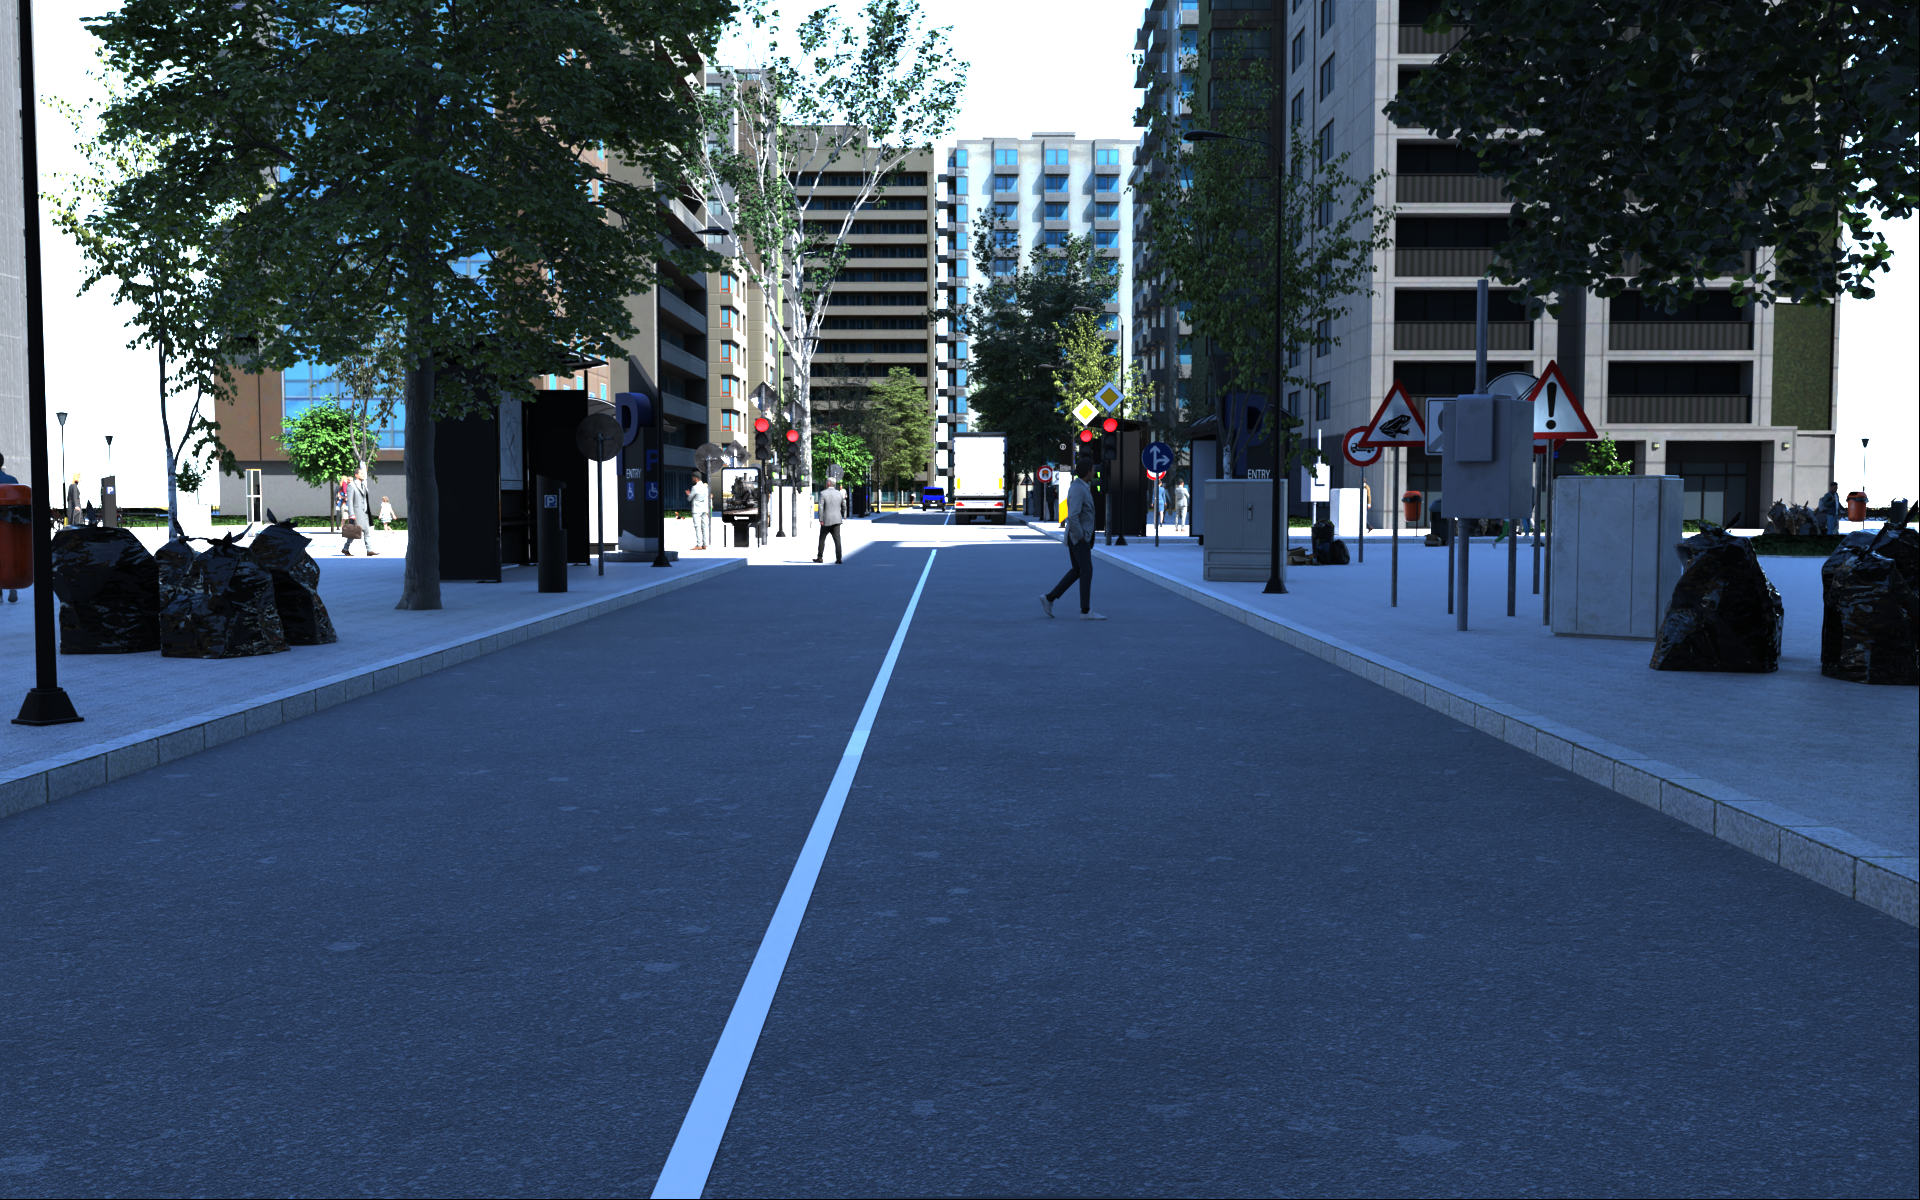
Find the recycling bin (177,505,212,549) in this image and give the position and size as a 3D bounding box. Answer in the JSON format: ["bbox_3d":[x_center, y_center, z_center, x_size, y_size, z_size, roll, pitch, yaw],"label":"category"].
[{"bbox_3d":[-18.004,-1.714,40.578,0.722,1.027,0.722,-1,4,-10],"label":"recycling bin"}]

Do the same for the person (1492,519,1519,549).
[{"bbox_3d":[12.695,-1.834,40.281,0.590,1.304,0.306,2,4,34],"label":"person"}]

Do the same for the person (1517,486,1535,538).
[{"bbox_3d":[16.401,-2.707,50.290,0.794,1.824,0.713,0,4,-1],"label":"person"}]

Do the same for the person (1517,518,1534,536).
[{"bbox_3d":[17.560,-2.898,53.706,0.850,1.792,0.678,2,4,24],"label":"person"}]

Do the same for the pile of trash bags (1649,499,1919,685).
[{"bbox_3d":[6.681,-0.157,12.312,3.447,1.369,1.912,3,5,44],"label":"pile of trash bags"}]

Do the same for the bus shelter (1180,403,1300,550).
[{"bbox_3d":[6.527,-2.867,40.805,2.014,3.302,5.546,0,3,0],"label":"bus shelter"}]

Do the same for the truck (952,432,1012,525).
[{"bbox_3d":[1.064,-5.812,83.937,2.839,4.237,11.283,0,4,2],"label":"truck"}]

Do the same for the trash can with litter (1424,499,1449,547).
[{"bbox_3d":[11.790,-1.907,42.559,0.624,1.170,1.055,2,4,30],"label":"trash can with litter"}]

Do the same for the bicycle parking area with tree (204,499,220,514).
[{"bbox_3d":[-48.244,-7.886,115.930,8.231,4.147,9.016,-1,4,-18],"label":"bicycle parking area with tree"}]

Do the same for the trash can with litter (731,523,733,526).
[{"bbox_3d":[-8.752,-3.561,69.617,0.624,1.170,1.055,1,4,21],"label":"trash can with litter"}]

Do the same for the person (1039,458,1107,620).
[{"bbox_3d":[1.290,-0.701,19.815,0.795,1.843,0.661,1,4,9],"label":"person"}]

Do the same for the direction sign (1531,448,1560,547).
[{"bbox_3d":[14.155,-3.074,42.253,0.876,3.537,0.379,1,4,12],"label":"direction sign"}]

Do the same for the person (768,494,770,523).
[{"bbox_3d":[-6.355,-2.915,57.977,0.475,1.303,0.640,1,4,17],"label":"person"}]

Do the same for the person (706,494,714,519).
[{"bbox_3d":[-12.969,-4.856,89.692,0.306,1.304,0.590,3,5,43],"label":"person"}]

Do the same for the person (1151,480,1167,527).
[{"bbox_3d":[7.647,-3.704,66.619,0.581,1.822,0.654,1,4,10],"label":"person"}]

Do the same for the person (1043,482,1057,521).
[{"bbox_3d":[4.208,-4.650,81.438,0.648,1.900,0.474,-3,5,-40],"label":"person"}]

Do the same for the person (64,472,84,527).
[{"bbox_3d":[-20.752,-2.094,40.497,0.699,1.804,1.509,-1,4,-14],"label":"person"}]

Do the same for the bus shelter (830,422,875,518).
[{"bbox_3d":[-6.162,-7.420,98.949,2.179,5.291,8.768,0,3,0],"label":"bus shelter"}]

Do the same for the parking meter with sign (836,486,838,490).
[{"bbox_3d":[-8.300,-7.573,120.082,0.543,3.016,1.738,-2,4,-23],"label":"parking meter with sign"}]

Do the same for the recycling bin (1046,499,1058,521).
[{"bbox_3d":[4.403,-4.270,82.365,0.722,1.027,0.722,1,4,17],"label":"recycling bin"}]

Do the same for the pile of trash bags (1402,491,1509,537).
[{"bbox_3d":[14.994,-2.622,52.621,3.447,1.369,1.912,-1,4,-17],"label":"pile of trash bags"}]

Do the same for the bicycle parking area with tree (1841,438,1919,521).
[{"bbox_3d":[44.407,-6.144,87.451,8.231,4.147,9.016,-2,4,-27],"label":"bicycle parking area with tree"}]

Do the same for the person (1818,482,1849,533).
[{"bbox_3d":[24.605,-2.446,48.840,0.623,1.781,0.721,-3,5,-43],"label":"person"}]

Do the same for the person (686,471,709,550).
[{"bbox_3d":[-6.048,-2.050,39.743,0.466,1.800,0.511,1,4,13],"label":"person"}]

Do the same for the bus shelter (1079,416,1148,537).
[{"bbox_3d":[4.853,-3.895,54.964,1.731,3.624,6.357,0,3,0],"label":"bus shelter"}]

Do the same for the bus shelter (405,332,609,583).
[{"bbox_3d":[-7.142,-2.244,27.973,1.731,3.624,6.357,0,3,0],"label":"bus shelter"}]

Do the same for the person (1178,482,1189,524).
[{"bbox_3d":[9.511,-4.156,74.179,0.709,1.800,0.728,-3,5,-41],"label":"person"}]

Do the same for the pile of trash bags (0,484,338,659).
[{"bbox_3d":[-7.029,-0.303,14.710,3.447,1.369,1.912,1,4,19],"label":"pile of trash bags"}]

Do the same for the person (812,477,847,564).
[{"bbox_3d":[-2.712,-1.644,35.783,0.661,1.777,0.834,-3,4,-39],"label":"person"}]

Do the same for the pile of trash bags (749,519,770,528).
[{"bbox_3d":[-7.276,-3.452,66.193,1.912,1.369,3.447,2,4,25],"label":"pile of trash bags"}]

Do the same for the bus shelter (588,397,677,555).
[{"bbox_3d":[-7.808,-2.754,38.957,2.014,3.302,5.546,0,3,0],"label":"bus shelter"}]

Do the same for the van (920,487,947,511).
[{"bbox_3d":[-2.171,-8.566,144.442,2.240,2.365,5.245,0,4,0],"label":"van"}]

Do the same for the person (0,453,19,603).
[{"bbox_3d":[-11.189,-0.844,20.187,0.601,1.785,0.444,-3,5,-43],"label":"person"}]

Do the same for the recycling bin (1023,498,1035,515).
[{"bbox_3d":[4.319,-5.762,106.766,0.722,1.027,0.722,-1,4,-16],"label":"recycling bin"}]

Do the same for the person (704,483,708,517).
[{"bbox_3d":[-12.237,-4.718,83.400,0.641,1.798,0.478,-3,5,-40],"label":"person"}]

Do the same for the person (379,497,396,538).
[{"bbox_3d":[-16.775,-2.423,50.678,0.382,1.210,0.505,1,4,18],"label":"person"}]

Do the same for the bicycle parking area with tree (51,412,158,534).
[{"bbox_3d":[-32.159,-4.356,58.226,9.016,4.147,8.231,2,4,27],"label":"bicycle parking area with tree"}]

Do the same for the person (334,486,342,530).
[{"bbox_3d":[-21.918,-3.435,61.568,0.474,1.900,0.648,3,5,42],"label":"person"}]

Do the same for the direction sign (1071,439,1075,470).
[{"bbox_3d":[4.676,-4.878,71.755,0.379,3.537,0.876,1,4,13],"label":"direction sign"}]

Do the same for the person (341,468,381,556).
[{"bbox_3d":[-12.334,-1.801,35.597,0.767,1.812,0.694,1,4,14],"label":"person"}]

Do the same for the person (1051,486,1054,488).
[{"bbox_3d":[6.358,-6.822,117.392,0.447,1.846,0.655,3,5,43],"label":"person"}]

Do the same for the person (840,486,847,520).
[{"bbox_3d":[-5.855,-4.874,85.927,0.606,1.804,0.583,-1,4,-20],"label":"person"}]

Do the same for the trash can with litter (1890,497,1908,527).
[{"bbox_3d":[23.263,-1.907,42.231,2.233,1.210,1.678,-2,4,-23],"label":"trash can with litter"}]

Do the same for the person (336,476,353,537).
[{"bbox_3d":[-18.271,-2.788,51.596,0.573,1.828,0.580,0,4,1],"label":"person"}]

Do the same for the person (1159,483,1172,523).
[{"bbox_3d":[8.971,-4.251,76.039,0.782,1.767,0.515,3,4,37],"label":"person"}]

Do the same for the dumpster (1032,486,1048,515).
[{"bbox_3d":[4.987,-5.986,103.624,1.264,1.857,1.865,0,3,0],"label":"dumpster"}]

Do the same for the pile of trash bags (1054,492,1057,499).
[{"bbox_3d":[6.152,-4.660,85.951,3.447,1.369,1.912,-1,4,-11],"label":"pile of trash bags"}]

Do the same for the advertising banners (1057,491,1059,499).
[{"bbox_3d":[4.947,-5.362,83.852,0.090,3.025,2.074,-1,4,-11],"label":"advertising banners"}]
